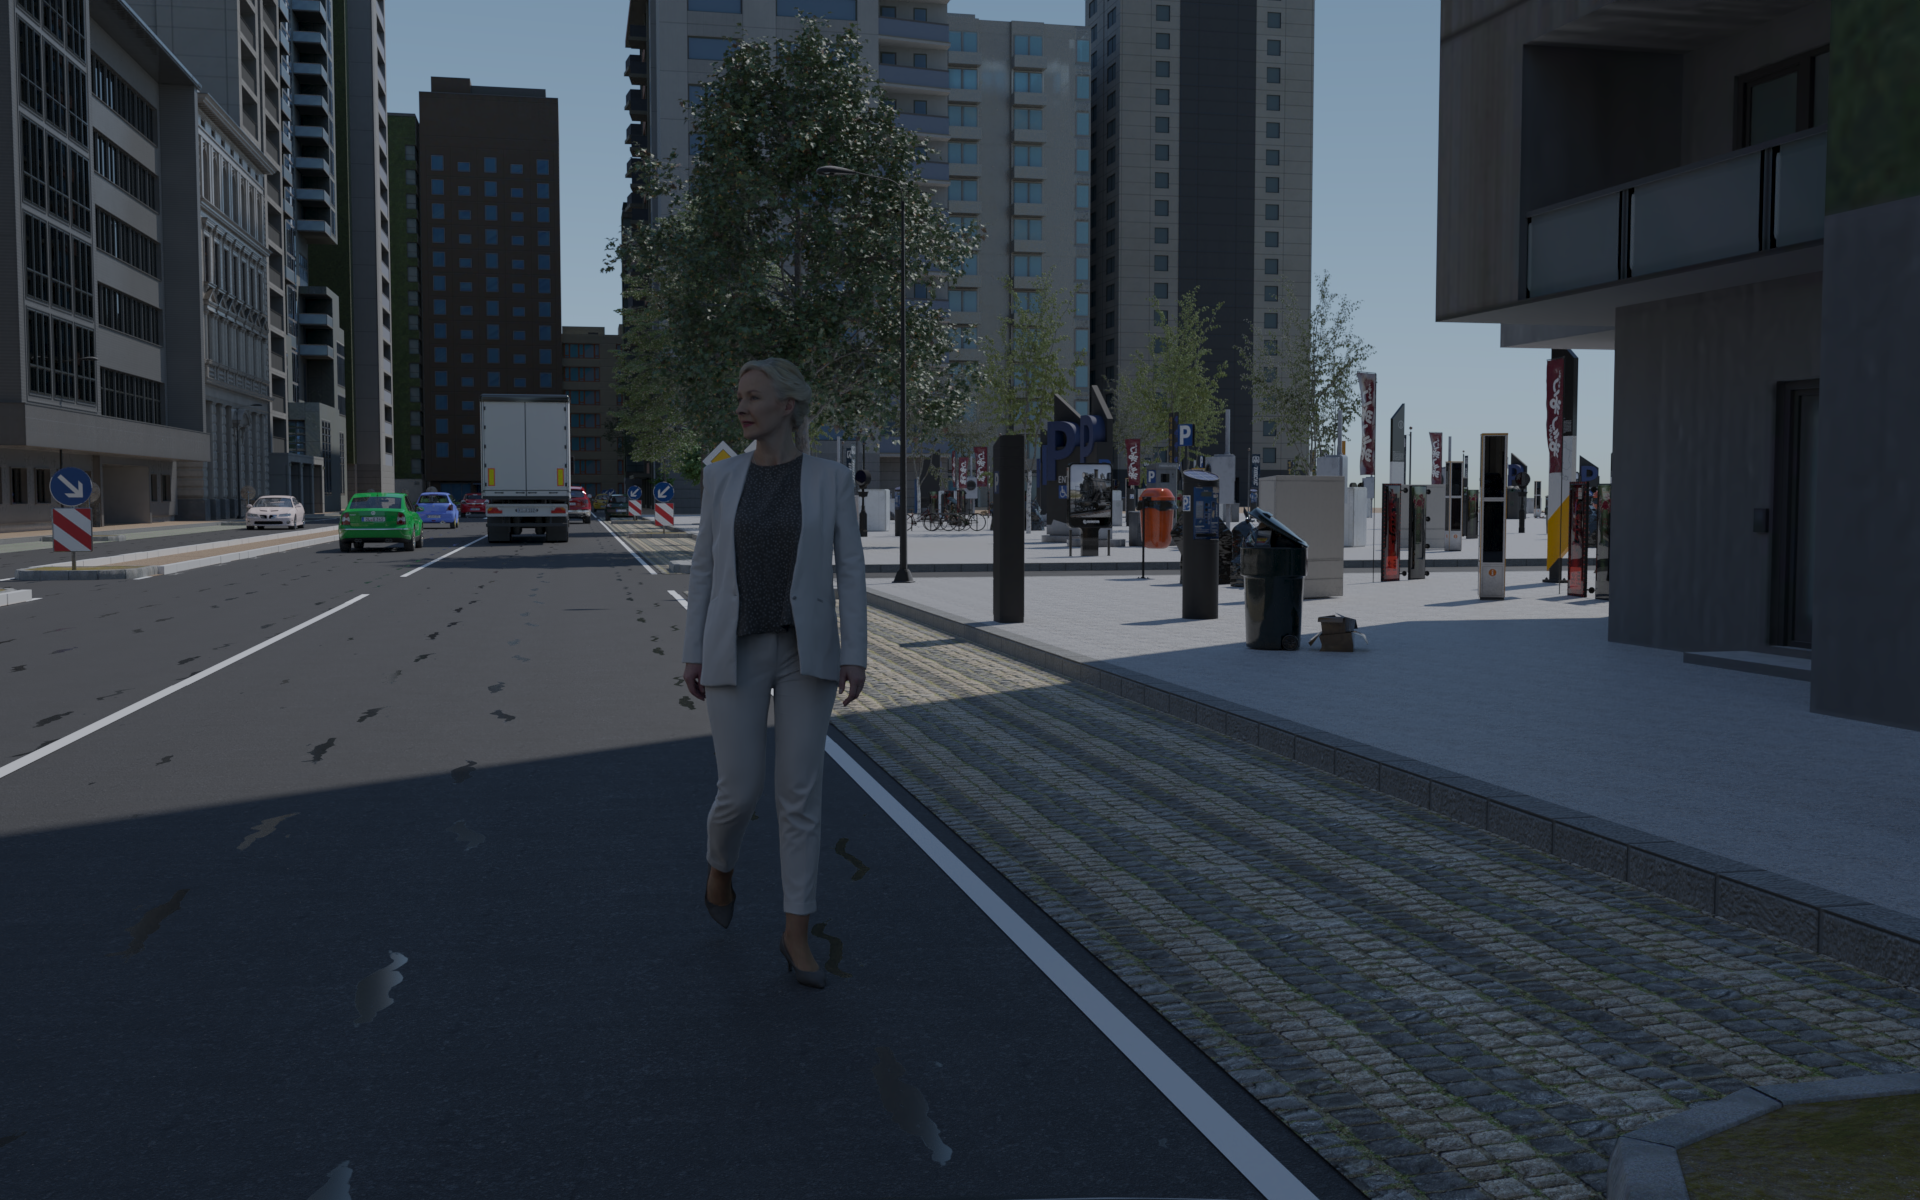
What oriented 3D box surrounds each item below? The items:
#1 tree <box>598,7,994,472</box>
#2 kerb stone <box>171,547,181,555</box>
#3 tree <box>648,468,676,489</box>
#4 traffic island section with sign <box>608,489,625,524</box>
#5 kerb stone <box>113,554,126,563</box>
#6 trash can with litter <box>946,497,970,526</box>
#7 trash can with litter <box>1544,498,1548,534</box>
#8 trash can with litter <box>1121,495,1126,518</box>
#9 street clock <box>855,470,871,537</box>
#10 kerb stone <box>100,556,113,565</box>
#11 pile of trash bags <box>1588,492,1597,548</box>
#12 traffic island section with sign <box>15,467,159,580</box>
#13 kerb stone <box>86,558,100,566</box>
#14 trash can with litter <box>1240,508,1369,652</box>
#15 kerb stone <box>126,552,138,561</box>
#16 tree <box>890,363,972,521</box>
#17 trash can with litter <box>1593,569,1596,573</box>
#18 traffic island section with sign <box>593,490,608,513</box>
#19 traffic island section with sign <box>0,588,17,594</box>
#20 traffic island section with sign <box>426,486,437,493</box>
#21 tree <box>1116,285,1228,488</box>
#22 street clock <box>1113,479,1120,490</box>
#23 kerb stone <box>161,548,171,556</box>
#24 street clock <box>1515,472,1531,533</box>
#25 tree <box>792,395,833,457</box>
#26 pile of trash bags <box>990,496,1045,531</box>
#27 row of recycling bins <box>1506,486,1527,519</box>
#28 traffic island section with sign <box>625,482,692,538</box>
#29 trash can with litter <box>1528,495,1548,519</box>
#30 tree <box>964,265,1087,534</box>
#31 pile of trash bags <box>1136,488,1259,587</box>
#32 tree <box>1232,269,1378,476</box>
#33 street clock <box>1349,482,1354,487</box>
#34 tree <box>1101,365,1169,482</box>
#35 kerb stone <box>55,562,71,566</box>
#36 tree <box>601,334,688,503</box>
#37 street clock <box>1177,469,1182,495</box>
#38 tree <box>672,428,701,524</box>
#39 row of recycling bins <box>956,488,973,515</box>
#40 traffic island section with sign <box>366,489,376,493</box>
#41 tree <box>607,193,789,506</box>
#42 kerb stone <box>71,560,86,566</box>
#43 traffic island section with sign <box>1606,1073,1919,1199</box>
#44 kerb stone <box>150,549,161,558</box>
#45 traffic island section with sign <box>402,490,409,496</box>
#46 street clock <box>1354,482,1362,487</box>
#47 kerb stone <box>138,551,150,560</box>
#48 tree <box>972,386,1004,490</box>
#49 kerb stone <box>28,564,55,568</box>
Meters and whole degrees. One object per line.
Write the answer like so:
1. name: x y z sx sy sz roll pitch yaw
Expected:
1. tree: -3.789 -7.607 41.386 9.611 12.733 9.660 0 3 0
2. kerb stone: -18.630 -1.141 40.868 0.120 0.150 1.000 -1 4 -13
3. tree: -18.632 -7.021 109.398 1.663 3.219 1.824 0 3 0
4. traffic island section with sign: -15.731 -4.552 83.057 1.989 1.847 2.006 -1 4 -13
5. kerb stone: -17.502 -0.825 35.842 0.120 0.150 1.000 -1 4 -13
6. trash can with litter: -0.034 -3.608 70.374 1.055 1.170 0.624 2 4 31
7. trash can with litter: 19.203 -2.683 55.250 1.055 1.170 0.624 2 4 33
8. trash can with litter: 9.270 -5.029 93.283 2.233 1.210 1.678 1 4 9
9. street clock: -2.893 -2.884 51.725 0.471 2.002 0.358 3 5 40
10. kerb stone: -17.284 -0.769 34.843 0.120 0.150 1.000 -1 4 -13
11. pile of trash bags: 16.008 -2.019 42.758 1.912 1.369 3.447 1 4 12
12. traffic island section with sign: -15.053 -1.320 29.718 2.006 1.907 1.989 -1 4 -13
13. kerb stone: -17.052 -0.713 33.847 0.120 0.150 1.000 -1 4 -13
14. trash can with litter: 2.845 -0.180 14.332 1.055 1.170 0.624 1 4 14
15. kerb stone: -17.729 -0.897 36.854 0.120 0.150 1.000 -1 4 -13
16. tree: -1.821 -7.815 78.136 4.360 8.622 3.978 0 3 0
17. trash can with litter: 10.276 -0.918 26.397 1.055 1.170 0.624 0 4 0
18. traffic island section with sign: -32.524 -9.139 158.052 1.989 1.847 2.006 -1 4 -13
19. traffic island section with sign: -13.445 -0.878 22.487 2.006 1.907 1.989 -1 4 -13
20. traffic island section with sign: -31.478 -5.805 103.046 2.006 1.907 1.989 -1 4 -13
21. tree: 7.619 -6.821 61.884 4.737 8.622 4.395 0 3 0
22. street clock: 7.568 -4.908 84.815 0.471 2.002 0.358 -1 4 -22
23. kerb stone: -18.401 -1.081 39.871 0.120 0.150 1.000 -1 4 -13
24. street clock: 18.497 -3.205 56.975 0.471 2.002 0.358 2 4 24
25. tree: -6.946 -7.835 78.472 4.737 8.622 4.395 0 3 0
26. pile of trash bags: 2.664 -3.148 61.230 3.447 1.369 1.912 1 4 12
27. row of recycling bins: 28.284 -5.056 89.777 1.069 1.692 3.534 -1 4 -9
28. traffic island section with sign: -9.848 -2.943 56.749 1.989 1.847 2.006 -1 4 -13
29. trash can with litter: 30.846 -4.894 91.070 1.678 1.210 2.233 -2 4 -29
30. tree: 2.197 -6.476 56.251 4.737 8.622 4.395 0 3 0
31. pile of trash bags: 3.795 -0.950 25.279 1.912 1.369 3.447 -3 4 -36
32. tree: 11.150 -6.475 56.236 4.360 8.622 3.978 0 3 0
33. street clock: 24.438 -6.307 107.687 0.471 2.002 0.358 -2 4 -30
34. tree: 9.817 -9.061 98.511 4.360 8.622 3.978 0 3 0
35. kerb stone: -16.606 -0.590 31.848 0.120 0.150 1.000 -1 4 -13
36. tree: -17.622 -10.250 101.997 7.601 10.594 8.767 -1 4 -15
37. street clock: 5.639 -2.538 46.067 0.471 2.002 0.358 0 4 0
38. tree: -10.639 -5.501 73.653 4.285 4.588 4.351 0 3 0
39. row of recycling bins: 0.260 -6.072 106.389 1.069 1.692 3.534 0 4 4
40. traffic island section with sign: -43.507 -7.303 128.037 1.989 1.847 2.006 -1 4 -13
41. tree: -9.170 -8.977 64.897 7.486 12.596 7.792 0 3 0
42. kerb stone: -16.836 -0.648 32.848 0.120 0.150 1.000 -1 4 -13
43. traffic island section with sign: 2.226 0.357 2.798 1.989 1.847 2.006 -1 4 -13
44. kerb stone: -18.177 -1.014 38.870 0.120 0.150 1.000 -1 4 -13
45. traffic island section with sign: -49.385 -8.912 154.346 1.989 1.847 2.006 -1 4 -13
46. street clock: 24.746 -6.253 106.812 0.471 2.002 0.358 1 4 20
47. kerb stone: -17.957 -0.958 37.864 0.120 0.150 1.000 -1 4 -13
48. tree: 0.096 -8.940 96.531 4.360 8.622 3.978 0 3 0
49. kerb stone: -16.387 -0.526 30.850 0.120 0.150 1.000 -1 4 -13
